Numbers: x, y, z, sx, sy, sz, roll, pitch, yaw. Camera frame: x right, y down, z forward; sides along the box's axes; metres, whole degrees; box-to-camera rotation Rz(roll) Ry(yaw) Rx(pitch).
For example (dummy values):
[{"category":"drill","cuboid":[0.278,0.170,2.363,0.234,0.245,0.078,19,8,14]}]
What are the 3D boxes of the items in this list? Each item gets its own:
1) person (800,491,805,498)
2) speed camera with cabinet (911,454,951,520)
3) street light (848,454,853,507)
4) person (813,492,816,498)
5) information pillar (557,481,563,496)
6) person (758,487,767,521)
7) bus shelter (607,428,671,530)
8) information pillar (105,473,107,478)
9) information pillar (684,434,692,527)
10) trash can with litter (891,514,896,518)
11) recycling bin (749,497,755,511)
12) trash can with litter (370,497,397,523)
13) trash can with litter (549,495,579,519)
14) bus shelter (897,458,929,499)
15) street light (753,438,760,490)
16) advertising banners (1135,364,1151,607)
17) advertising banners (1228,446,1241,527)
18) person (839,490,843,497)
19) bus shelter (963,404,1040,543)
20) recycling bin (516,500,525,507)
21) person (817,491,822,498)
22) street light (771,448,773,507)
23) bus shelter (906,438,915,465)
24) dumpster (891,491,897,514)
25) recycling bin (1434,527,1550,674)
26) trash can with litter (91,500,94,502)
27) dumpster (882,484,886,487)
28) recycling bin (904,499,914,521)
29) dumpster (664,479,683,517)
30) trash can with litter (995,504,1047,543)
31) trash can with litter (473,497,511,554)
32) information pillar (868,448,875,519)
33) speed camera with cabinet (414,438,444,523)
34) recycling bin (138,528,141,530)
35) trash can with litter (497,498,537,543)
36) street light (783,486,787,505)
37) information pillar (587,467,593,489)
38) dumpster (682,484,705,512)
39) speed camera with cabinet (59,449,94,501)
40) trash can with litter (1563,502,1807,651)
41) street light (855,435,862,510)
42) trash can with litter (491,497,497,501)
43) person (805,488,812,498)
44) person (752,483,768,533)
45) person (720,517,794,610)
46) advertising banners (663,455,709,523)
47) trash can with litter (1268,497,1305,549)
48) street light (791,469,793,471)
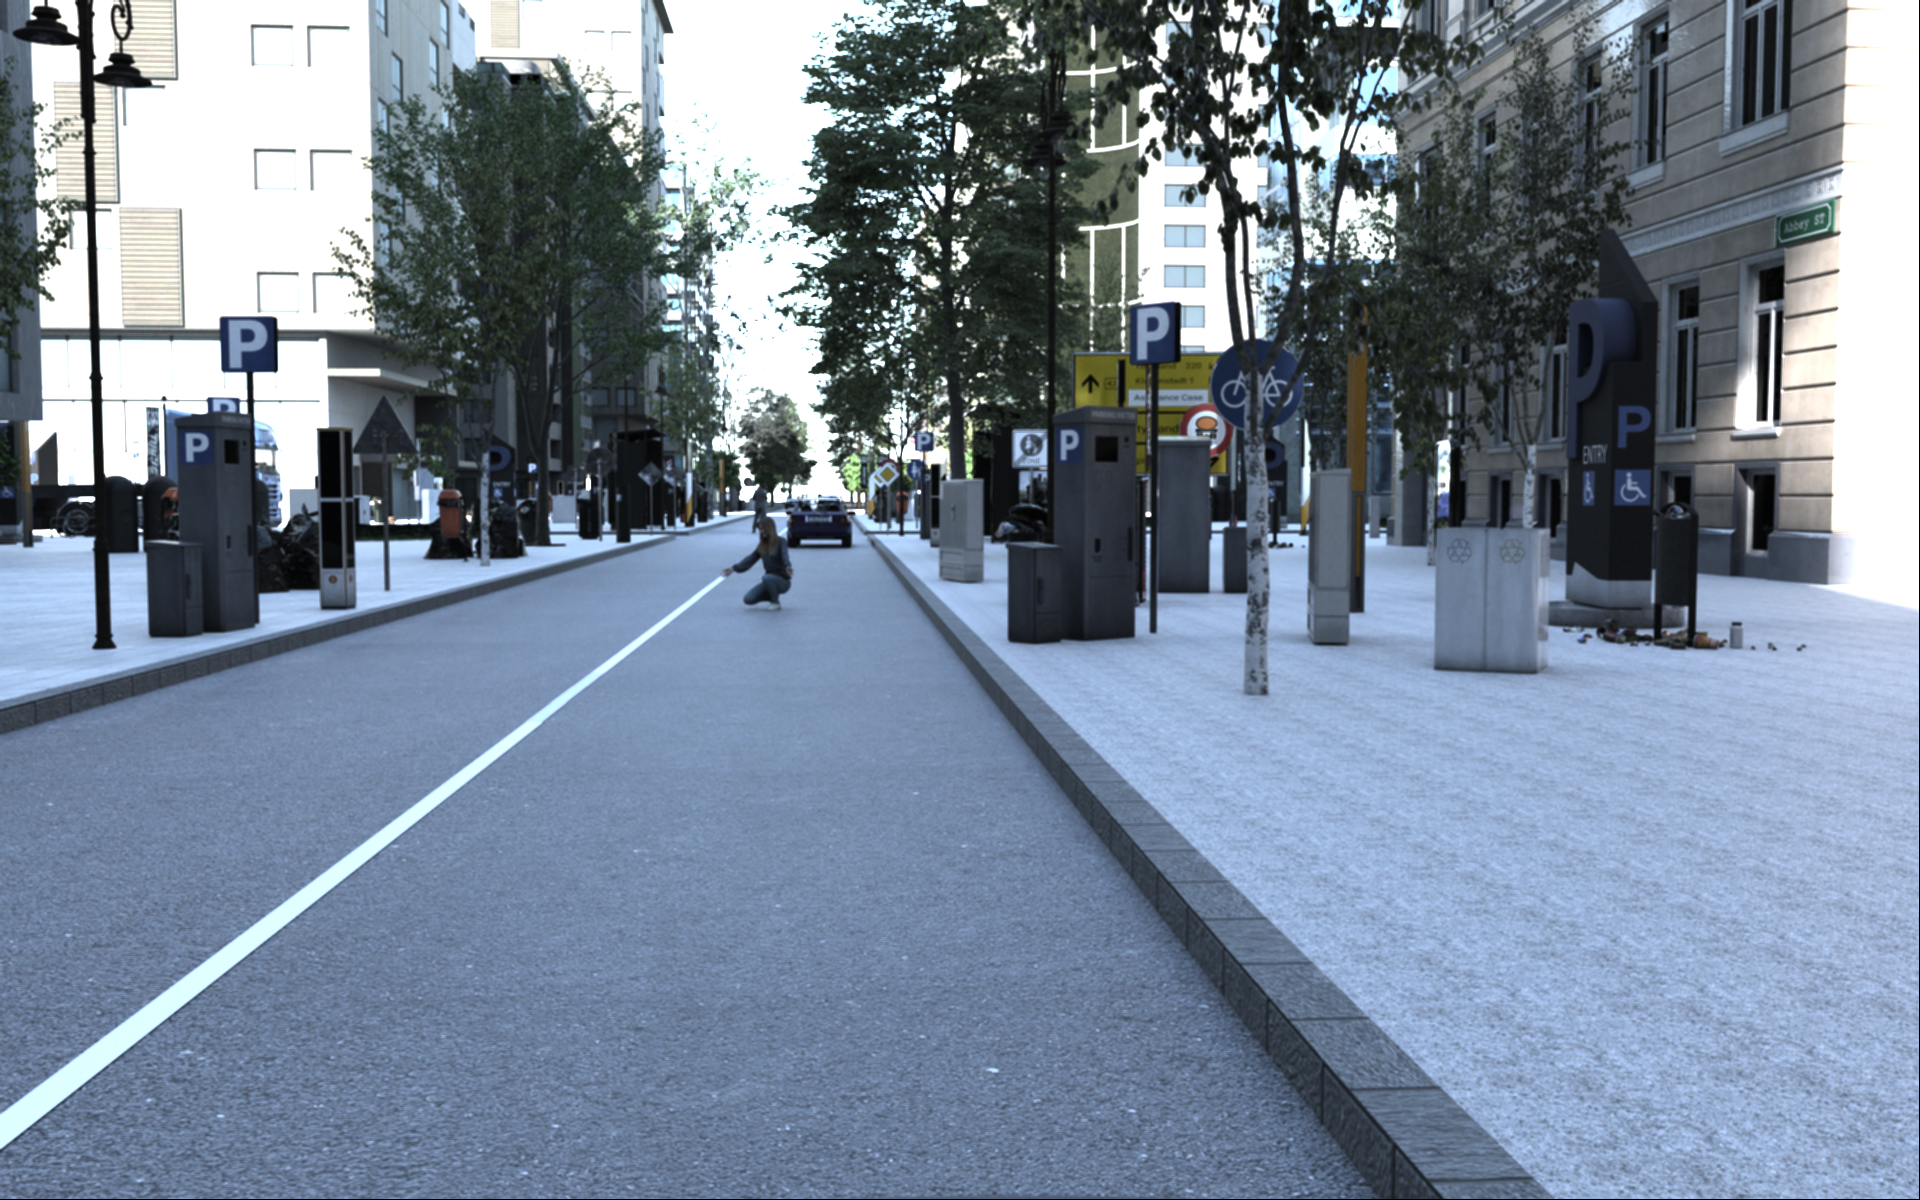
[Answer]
[{"category":"person","cuboid":[-20.629,-13.393,227.562,1.348,1.812,0.705,1,4,12]},{"category":"speed camera with cabinet","cuboid":[-1.352,-5.534,84.823,2.038,3.252,0.660,0,4,-3]},{"category":"street light","cuboid":[-10.919,-12.452,176.384,0.468,5.910,1.993,0,4,-4]},{"category":"person","cuboid":[-22.628,-15.942,269.705,0.434,1.755,0.990,0,4,-3]},{"category":"information pillar","cuboid":[-22.328,-5.646,96.806,0.304,2.012,0.304,-1,4,-16]},{"category":"person","cuboid":[-8.809,-4.184,77.006,0.767,1.812,0.694,-1,4,-13]},{"category":"bus shelter","cuboid":[-11.957,-4.505,64.935,1.731,3.624,6.357,0,4,-4]},{"category":"information pillar","cuboid":[-29.983,-3.427,60.524,0.304,2.012,0.304,-3,5,-43]},{"category":"information pillar","cuboid":[-10.582,-4.659,67.523,0.183,3.616,0.504,1,4,13]},{"category":"trash can with litter","cuboid":[-3.608,-4.993,93.022,0.624,1.170,1.055,-2,4,-29]},{"category":"recycling bin","cuboid":[-15.423,-7.215,130.524,0.722,1.027,0.722,2,4,33]},{"category":"trash can with litter","cuboid":[-25.119,-3.918,75.451,0.624,1.170,1.055,3,4,38]},{"category":"trash can with litter","cuboid":[-20.934,-4.817,89.807,2.233,1.210,1.678,-2,4,-33]},{"category":"bus shelter","cuboid":[-2.941,-6.502,100.232,2.014,3.302,5.546,0,4,-4]},{"category":"street light","cuboid":[-16.149,-10.080,137.603,0.468,5.910,1.993,0,4,-4]},{"category":"advertising banners","cuboid":[2.157,-1.486,20.476,0.090,3.025,2.074,1,4,11]},{"category":"advertising banners","cuboid":[9.951,-4.065,62.643,0.090,3.025,2.074,1,4,20]},{"category":"person","cuboid":[-8.955,-7.310,129.028,0.512,1.701,0.522,1,4,18]},{"category":"bus shelter","cuboid":[1.093,-3.471,48.036,1.731,3.624,6.357,0,4,-4]},{"category":"recycling bin","cuboid":[-19.630,-3.967,77.419,0.722,1.027,0.722,-2,4,-30]},{"category":"person","cuboid":[-15.058,-10.890,187.079,0.617,1.759,0.750,2,4,28]},{"category":"street light","cuboid":[-18.781,-12.238,172.874,0.468,5.910,1.993,0,4,-4]},{"category":"bus shelter","cuboid":[-3.683,-8.496,116.547,2.179,5.291,8.768,0,4,-4]},{"category":"dumpster","cuboid":[-3.348,-5.202,90.804,1.264,1.857,1.865,0,4,-4]},{"category":"recycling bin","cuboid":[3.925,-0.013,12.761,0.722,1.027,0.722,2,4,25]},{"category":"trash can with litter","cuboid":[-34.120,-3.460,67.966,0.624,1.170,1.055,3,5,42]},{"category":"dumpster","cuboid":[-3.686,-5.644,94.769,1.502,2.255,1.985,0,4,-4]},{"category":"recycling bin","cuboid":[-2.575,-4.234,81.780,0.722,1.027,0.722,0,4,6]},{"category":"dumpster","cuboid":[-16.525,-5.876,98.565,1.502,2.255,1.985,0,4,-4]},{"category":"trash can with litter","cuboid":[0.910,-0.528,20.022,0.624,1.170,1.055,2,4,30]},{"category":"trash can with litter","cuboid":[-10.424,-1.622,37.579,2.233,1.210,1.678,-2,4,-30]},{"category":"information pillar","cuboid":[-4.479,-5.900,87.821,0.183,3.616,0.504,2,4,29]},{"category":"speed camera with cabinet","cuboid":[-18.719,-4.085,61.118,0.660,3.252,2.038,-2,4,-31]},{"category":"recycling bin","cuboid":[-29.331,-3.072,62.786,0.722,1.027,0.722,1,4,21]},{"category":"trash can with litter","cuboid":[-11.385,-2.057,45.012,1.055,1.170,0.624,3,5,41]},{"category":"street light","cuboid":[-22.200,-15.178,220.947,0.468,5.910,1.993,0,4,-4]},{"category":"information pillar","cuboid":[-20.222,-6.319,94.665,0.504,3.616,0.183,3,5,45]},{"category":"dumpster","cuboid":[-15.065,-5.631,97.817,1.264,1.857,1.865,0,4,-4]},{"category":"speed camera with cabinet","cuboid":[-38.468,-4.972,75.632,2.038,3.252,0.660,1,4,11]},{"category":"trash can with litter","cuboid":[6.119,-0.248,15.116,1.678,1.210,2.233,-1,4,-10]},{"category":"street light","cuboid":[-7.830,-9.946,135.398,0.468,5.910,1.993,0,4,-4]},{"category":"trash can with litter","cuboid":[-17.900,-3.361,66.335,0.624,1.170,1.055,0,4,2]},{"category":"person","cuboid":[-9.833,-6.354,112.411,0.581,1.822,0.654,0,4,-3]},{"category":"person","cuboid":[-7.375,-3.398,63.859,0.655,1.846,0.447,1,4,14]},{"category":"person","cuboid":[-2.347,-0.452,21.389,1.012,1.151,0.738,3,4,39]},{"category":"advertising banners","cuboid":[-12.353,-5.010,78.103,2.074,3.025,0.090,-1,4,-19]},{"category":"trash can with litter","cuboid":[7.464,-1.876,41.727,1.678,1.210,2.233,1,4,13]},{"category":"street light","cuboid":[-24.893,-17.356,256.553,0.468,5.910,1.993,0,4,-4]}]
